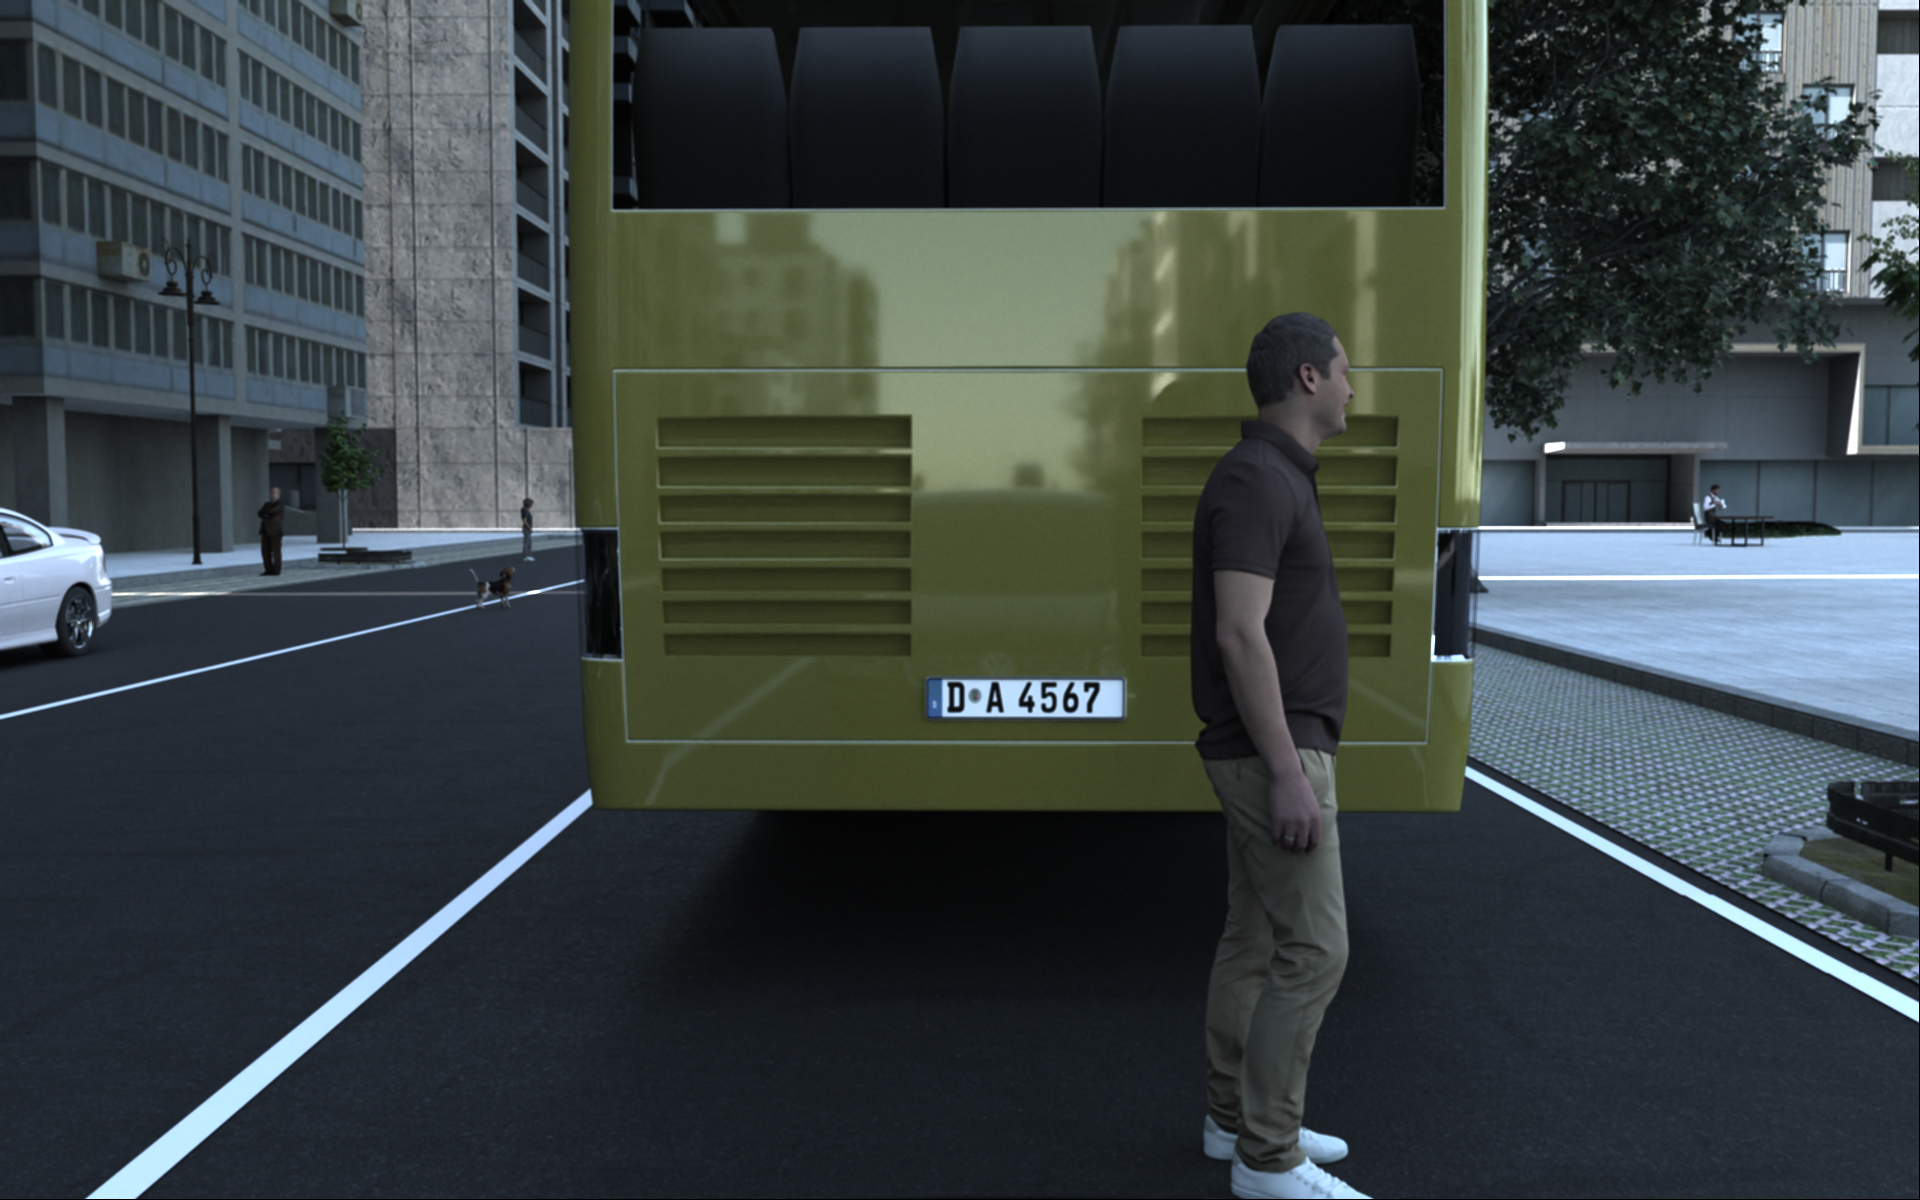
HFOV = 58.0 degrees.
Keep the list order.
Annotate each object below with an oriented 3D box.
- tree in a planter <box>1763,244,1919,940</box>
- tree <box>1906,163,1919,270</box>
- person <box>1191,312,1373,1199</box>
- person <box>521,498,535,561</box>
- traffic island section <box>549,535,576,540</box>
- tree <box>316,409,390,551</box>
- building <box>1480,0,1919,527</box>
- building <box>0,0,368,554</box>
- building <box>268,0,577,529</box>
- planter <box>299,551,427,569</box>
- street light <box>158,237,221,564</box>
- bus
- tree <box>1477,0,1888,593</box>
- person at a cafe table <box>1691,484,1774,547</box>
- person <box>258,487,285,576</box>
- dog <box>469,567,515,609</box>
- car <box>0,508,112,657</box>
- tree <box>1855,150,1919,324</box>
[{"bbox_3d":[3.992,-0.536,5.989,1.991,3.239,1.994,0,4,0],"label":"tree in a planter"},{"bbox_3d":[7.061,-1.575,9.459,4.285,4.588,4.351,0,3,0],"label":"tree"},{"bbox_3d":[0.690,0.307,3.608,0.434,1.807,0.598,1,4,21],"label":"person"},{"bbox_3d":[-9.274,-1.519,37.251,0.340,1.345,0.435,-2,4,-29],"label":"person"},{"bbox_3d":[-11.966,-2.057,55.916,2.009,0.180,2.903,0,4,0],"label":"traffic island section"},{"bbox_3d":[-14.067,-2.737,39.349,1.663,3.219,1.824,0,3,0],"label":"tree"},{"bbox_3d":[29.696,-29.853,77.343,27.495,52.752,28.713,0,4,0],"label":"building"},{"bbox_3d":[-27.284,-21.205,38.590,23.993,40.220,32.217,0,4,0],"label":"building"},{"bbox_3d":[-24.413,-38.759,71.954,20.563,71.187,20.611,0,4,0],"label":"building"},{"bbox_3d":[-11.542,-0.775,33.807,1.991,0.319,1.994,0,4,0],"label":"planter"},{"bbox_3d":[-13.937,-3.589,31.462,0.468,5.910,1.993,0,4,0],"label":"street light"},{"bbox_3d":[0.288,-1.176,10.777,2.896,3.916,12.252,0,4,1],"label":"bus"},{"bbox_3d":[6.550,-6.444,22.365,9.611,12.733,9.660,0,3,0],"label":"tree"},{"bbox_3d":[19.058,-2.111,43.027,1.698,1.524,1.622,-3,5,-44],"label":"person at a cafe table"},{"bbox_3d":[-11.989,-1.188,30.195,0.482,1.546,0.388,2,4,31],"label":"person"},{"bbox_3d":[-5.856,-0.149,21.719,0.406,0.507,0.540,0,4,5],"label":"dog"},{"bbox_3d":[-8.664,-0.095,13.913,2.083,1.381,4.827,0,4,0],"label":"car"},{"bbox_3d":[18.674,-4.959,31.443,4.737,8.622,4.395,0,3,0],"label":"tree"}]
